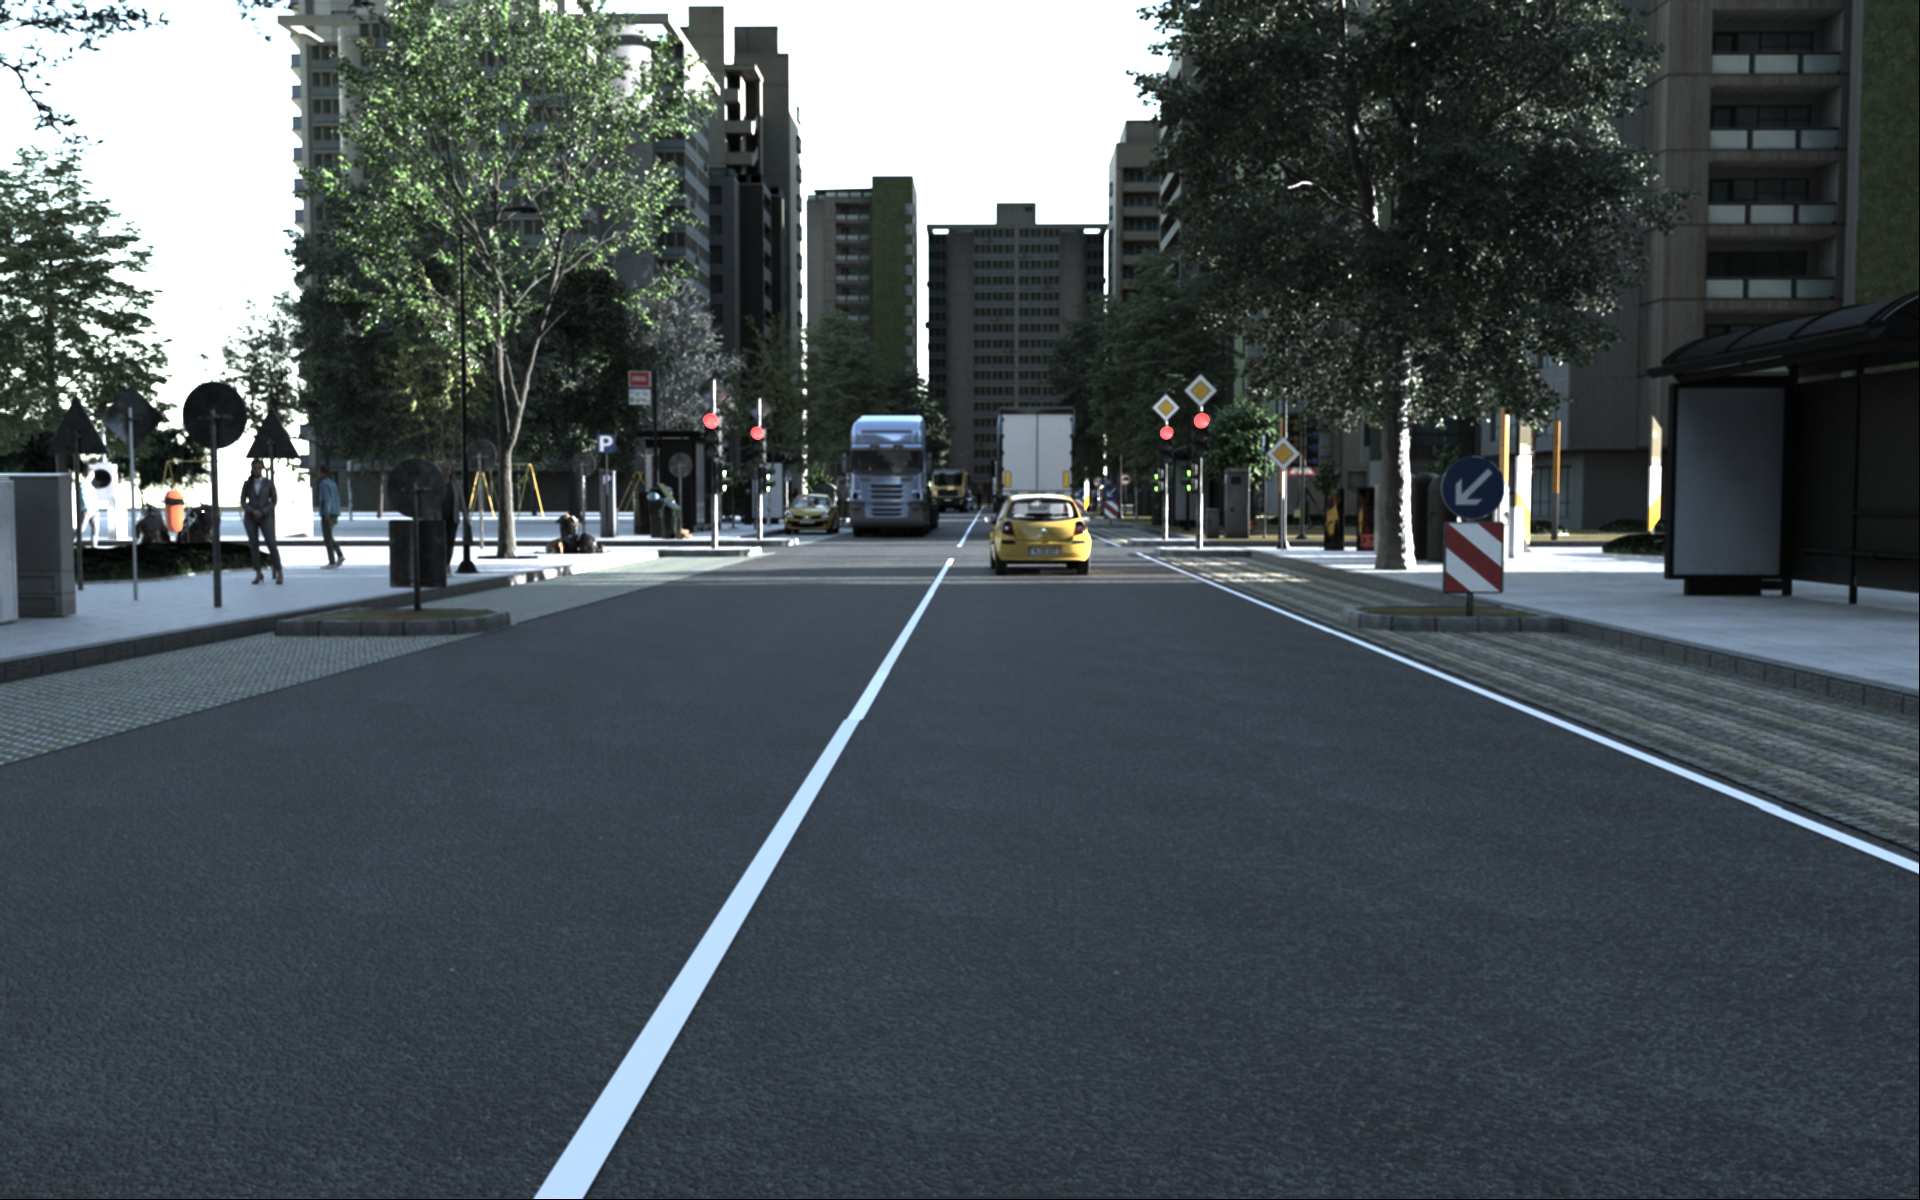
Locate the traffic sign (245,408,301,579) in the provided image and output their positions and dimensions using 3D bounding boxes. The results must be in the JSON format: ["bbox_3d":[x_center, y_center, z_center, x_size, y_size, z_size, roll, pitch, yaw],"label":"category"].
[{"bbox_3d":[-10.350,-1.595,26.081,0.884,2.594,0.081,1,4,8],"label":"traffic sign"}]

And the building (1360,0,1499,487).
[{"bbox_3d":[26.934,-19.177,85.248,14.160,30.474,14.107,0,4,1],"label":"building"}]

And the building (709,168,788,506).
[{"bbox_3d":[-23.391,-23.508,156.056,14.160,30.474,14.107,0,4,1],"label":"building"}]

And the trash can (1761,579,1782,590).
[{"bbox_3d":[10.912,-0.721,23.442,0.748,1.137,0.748,0,3,0],"label":"trash can"}]

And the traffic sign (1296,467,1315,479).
[{"bbox_3d":[11.303,-3.485,57.082,0.768,2.556,0.104,0,4,7],"label":"traffic sign"}]

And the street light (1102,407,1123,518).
[{"bbox_3d":[7.990,-7.306,92.000,1.470,5.913,1.316,0,4,1],"label":"street light"}]

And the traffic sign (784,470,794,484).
[{"bbox_3d":[-9.258,-5.681,92.617,0.795,2.593,0.064,0,4,6],"label":"traffic sign"}]

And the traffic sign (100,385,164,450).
[{"bbox_3d":[-10.036,-1.301,21.007,0.795,2.593,0.064,0,4,3],"label":"traffic sign"}]

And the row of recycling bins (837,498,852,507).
[{"bbox_3d":[-7.406,-6.527,113.824,1.069,1.692,3.534,1,4,19],"label":"row of recycling bins"}]

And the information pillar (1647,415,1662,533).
[{"bbox_3d":[20.602,-3.672,51.386,0.504,3.616,0.183,-2,4,-34],"label":"information pillar"}]

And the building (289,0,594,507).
[{"bbox_3d":[-52.297,-38.911,178.188,28.212,58.520,21.231,0,4,1],"label":"building"}]

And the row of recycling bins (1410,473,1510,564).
[{"bbox_3d":[9.263,-1.599,33.253,1.069,1.692,3.534,-1,4,-18],"label":"row of recycling bins"}]

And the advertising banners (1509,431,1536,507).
[{"bbox_3d":[15.789,-3.230,48.992,0.090,3.025,2.074,0,4,-7],"label":"advertising banners"}]

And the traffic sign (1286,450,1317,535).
[{"bbox_3d":[10.038,-3.118,50.978,0.884,2.594,0.081,0,4,8],"label":"traffic sign"}]

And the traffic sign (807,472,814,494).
[{"bbox_3d":[-8.282,-5.964,97.619,0.768,2.556,0.104,0,4,4],"label":"traffic sign"}]

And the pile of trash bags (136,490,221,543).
[{"bbox_3d":[-17.911,-1.823,39.551,1.912,1.369,3.447,-2,4,-24],"label":"pile of trash bags"}]

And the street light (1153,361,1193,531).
[{"bbox_3d":[7.458,-5.390,60.675,1.470,5.913,1.316,0,4,1],"label":"street light"}]

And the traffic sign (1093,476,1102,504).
[{"bbox_3d":[9.714,-7.436,121.680,0.768,2.556,0.104,0,4,8],"label":"traffic sign"}]

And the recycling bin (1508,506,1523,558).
[{"bbox_3d":[10.971,-1.380,35.110,0.722,1.027,0.722,2,4,30],"label":"recycling bin"}]

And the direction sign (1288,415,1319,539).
[{"bbox_3d":[9.831,-3.525,49.639,0.876,3.537,0.379,1,4,18],"label":"direction sign"}]

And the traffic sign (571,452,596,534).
[{"bbox_3d":[-11.299,-3.170,51.928,0.768,2.556,0.104,0,4,8],"label":"traffic sign"}]

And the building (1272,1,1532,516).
[{"bbox_3d":[25.774,-25.896,106.998,14.154,41.232,14.086,0,4,1],"label":"building"}]

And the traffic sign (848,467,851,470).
[{"bbox_3d":[-6.916,-7.988,124.470,2.265,3.308,0.079,0,4,3],"label":"traffic sign"}]

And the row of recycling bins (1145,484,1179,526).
[{"bbox_3d":[8.782,-3.866,70.325,1.069,1.692,3.534,-1,4,-16],"label":"row of recycling bins"}]

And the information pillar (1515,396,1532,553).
[{"bbox_3d":[12.308,-2.843,37.832,0.504,3.616,0.183,-3,5,-40],"label":"information pillar"}]

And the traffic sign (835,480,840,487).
[{"bbox_3d":[-8.804,-7.360,122.463,0.606,2.300,0.079,0,4,3],"label":"traffic sign"}]

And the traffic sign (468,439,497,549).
[{"bbox_3d":[-11.085,-2.444,40.073,0.768,2.556,0.104,1,4,9],"label":"traffic sign"}]

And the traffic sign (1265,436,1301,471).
[{"bbox_3d":[7.361,-2.426,39.395,0.795,2.593,0.064,0,4,7],"label":"traffic sign"}]

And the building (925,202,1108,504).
[{"bbox_3d":[7.460,-33.133,233.601,23.993,40.220,32.217,0,4,1],"label":"building"}]

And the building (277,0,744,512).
[{"bbox_3d":[-32.933,-27.195,136.516,32.217,40.220,23.993,0,4,1],"label":"building"}]

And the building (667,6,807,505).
[{"bbox_3d":[-27.399,-33.892,177.843,21.600,48.544,21.300,0,4,1],"label":"building"}]

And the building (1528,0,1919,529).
[{"bbox_3d":[28.612,-23.307,64.662,14.086,41.232,14.154,0,4,1],"label":"building"}]

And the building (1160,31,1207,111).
[{"bbox_3d":[31.952,-33.795,176.251,21.300,48.544,21.600,0,4,1],"label":"building"}]

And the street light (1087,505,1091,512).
[{"bbox_3d":[8.645,-9.240,123.612,1.470,5.913,1.316,0,4,1],"label":"street light"}]

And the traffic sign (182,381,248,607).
[{"bbox_3d":[-8.428,-1.192,19.589,0.768,2.556,0.104,0,4,5],"label":"traffic sign"}]

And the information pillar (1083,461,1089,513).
[{"bbox_3d":[8.546,-7.701,117.266,0.183,3.616,0.504,2,4,35],"label":"information pillar"}]

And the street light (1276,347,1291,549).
[{"bbox_3d":[7.048,-4.155,40.483,1.470,5.913,1.316,0,4,1],"label":"street light"}]

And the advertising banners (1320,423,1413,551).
[{"bbox_3d":[9.205,-2.629,39.174,2.074,3.025,0.090,2,4,24],"label":"advertising banners"}]

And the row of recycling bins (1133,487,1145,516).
[{"bbox_3d":[10.849,-5.752,101.163,1.069,1.692,3.534,0,4,-4],"label":"row of recycling bins"}]

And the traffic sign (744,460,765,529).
[{"bbox_3d":[-7.428,-3.831,62.747,0.768,2.556,0.104,0,4,3],"label":"traffic sign"}]

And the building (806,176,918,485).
[{"bbox_3d":[-12.608,-33.112,224.975,14.086,41.232,14.154,0,4,1],"label":"building"}]

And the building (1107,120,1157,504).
[{"bbox_3d":[30.156,-36.927,227.463,21.600,48.544,21.300,0,4,1],"label":"building"}]

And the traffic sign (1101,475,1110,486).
[{"bbox_3d":[9.992,-7.227,118.273,0.768,2.556,0.104,0,4,7],"label":"traffic sign"}]

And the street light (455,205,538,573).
[{"bbox_3d":[-7.490,-3.393,28.017,1.470,5.913,1.316,0,4,1],"label":"street light"}]

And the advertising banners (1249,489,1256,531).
[{"bbox_3d":[9.955,-3.866,59.391,0.090,3.025,2.074,2,4,30],"label":"advertising banners"}]

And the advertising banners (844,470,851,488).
[{"bbox_3d":[-7.259,-7.770,123.231,2.074,3.025,0.090,0,4,6],"label":"advertising banners"}]

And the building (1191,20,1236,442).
[{"bbox_3d":[31.885,-30.370,151.177,22.147,44.769,28.867,0,4,1],"label":"building"}]

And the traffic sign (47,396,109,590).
[{"bbox_3d":[-11.737,-1.409,23.041,0.884,2.594,0.081,0,4,7],"label":"traffic sign"}]

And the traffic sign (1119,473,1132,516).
[{"bbox_3d":[9.877,-6.324,103.496,0.768,2.556,0.104,0,4,5],"label":"traffic sign"}]

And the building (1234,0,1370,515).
[{"bbox_3d":[27.518,-27.298,129.922,14.154,41.232,14.086,0,4,1],"label":"building"}]

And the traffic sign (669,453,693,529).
[{"bbox_3d":[-8.619,-3.259,53.396,0.768,2.556,0.104,1,4,8],"label":"traffic sign"}]
